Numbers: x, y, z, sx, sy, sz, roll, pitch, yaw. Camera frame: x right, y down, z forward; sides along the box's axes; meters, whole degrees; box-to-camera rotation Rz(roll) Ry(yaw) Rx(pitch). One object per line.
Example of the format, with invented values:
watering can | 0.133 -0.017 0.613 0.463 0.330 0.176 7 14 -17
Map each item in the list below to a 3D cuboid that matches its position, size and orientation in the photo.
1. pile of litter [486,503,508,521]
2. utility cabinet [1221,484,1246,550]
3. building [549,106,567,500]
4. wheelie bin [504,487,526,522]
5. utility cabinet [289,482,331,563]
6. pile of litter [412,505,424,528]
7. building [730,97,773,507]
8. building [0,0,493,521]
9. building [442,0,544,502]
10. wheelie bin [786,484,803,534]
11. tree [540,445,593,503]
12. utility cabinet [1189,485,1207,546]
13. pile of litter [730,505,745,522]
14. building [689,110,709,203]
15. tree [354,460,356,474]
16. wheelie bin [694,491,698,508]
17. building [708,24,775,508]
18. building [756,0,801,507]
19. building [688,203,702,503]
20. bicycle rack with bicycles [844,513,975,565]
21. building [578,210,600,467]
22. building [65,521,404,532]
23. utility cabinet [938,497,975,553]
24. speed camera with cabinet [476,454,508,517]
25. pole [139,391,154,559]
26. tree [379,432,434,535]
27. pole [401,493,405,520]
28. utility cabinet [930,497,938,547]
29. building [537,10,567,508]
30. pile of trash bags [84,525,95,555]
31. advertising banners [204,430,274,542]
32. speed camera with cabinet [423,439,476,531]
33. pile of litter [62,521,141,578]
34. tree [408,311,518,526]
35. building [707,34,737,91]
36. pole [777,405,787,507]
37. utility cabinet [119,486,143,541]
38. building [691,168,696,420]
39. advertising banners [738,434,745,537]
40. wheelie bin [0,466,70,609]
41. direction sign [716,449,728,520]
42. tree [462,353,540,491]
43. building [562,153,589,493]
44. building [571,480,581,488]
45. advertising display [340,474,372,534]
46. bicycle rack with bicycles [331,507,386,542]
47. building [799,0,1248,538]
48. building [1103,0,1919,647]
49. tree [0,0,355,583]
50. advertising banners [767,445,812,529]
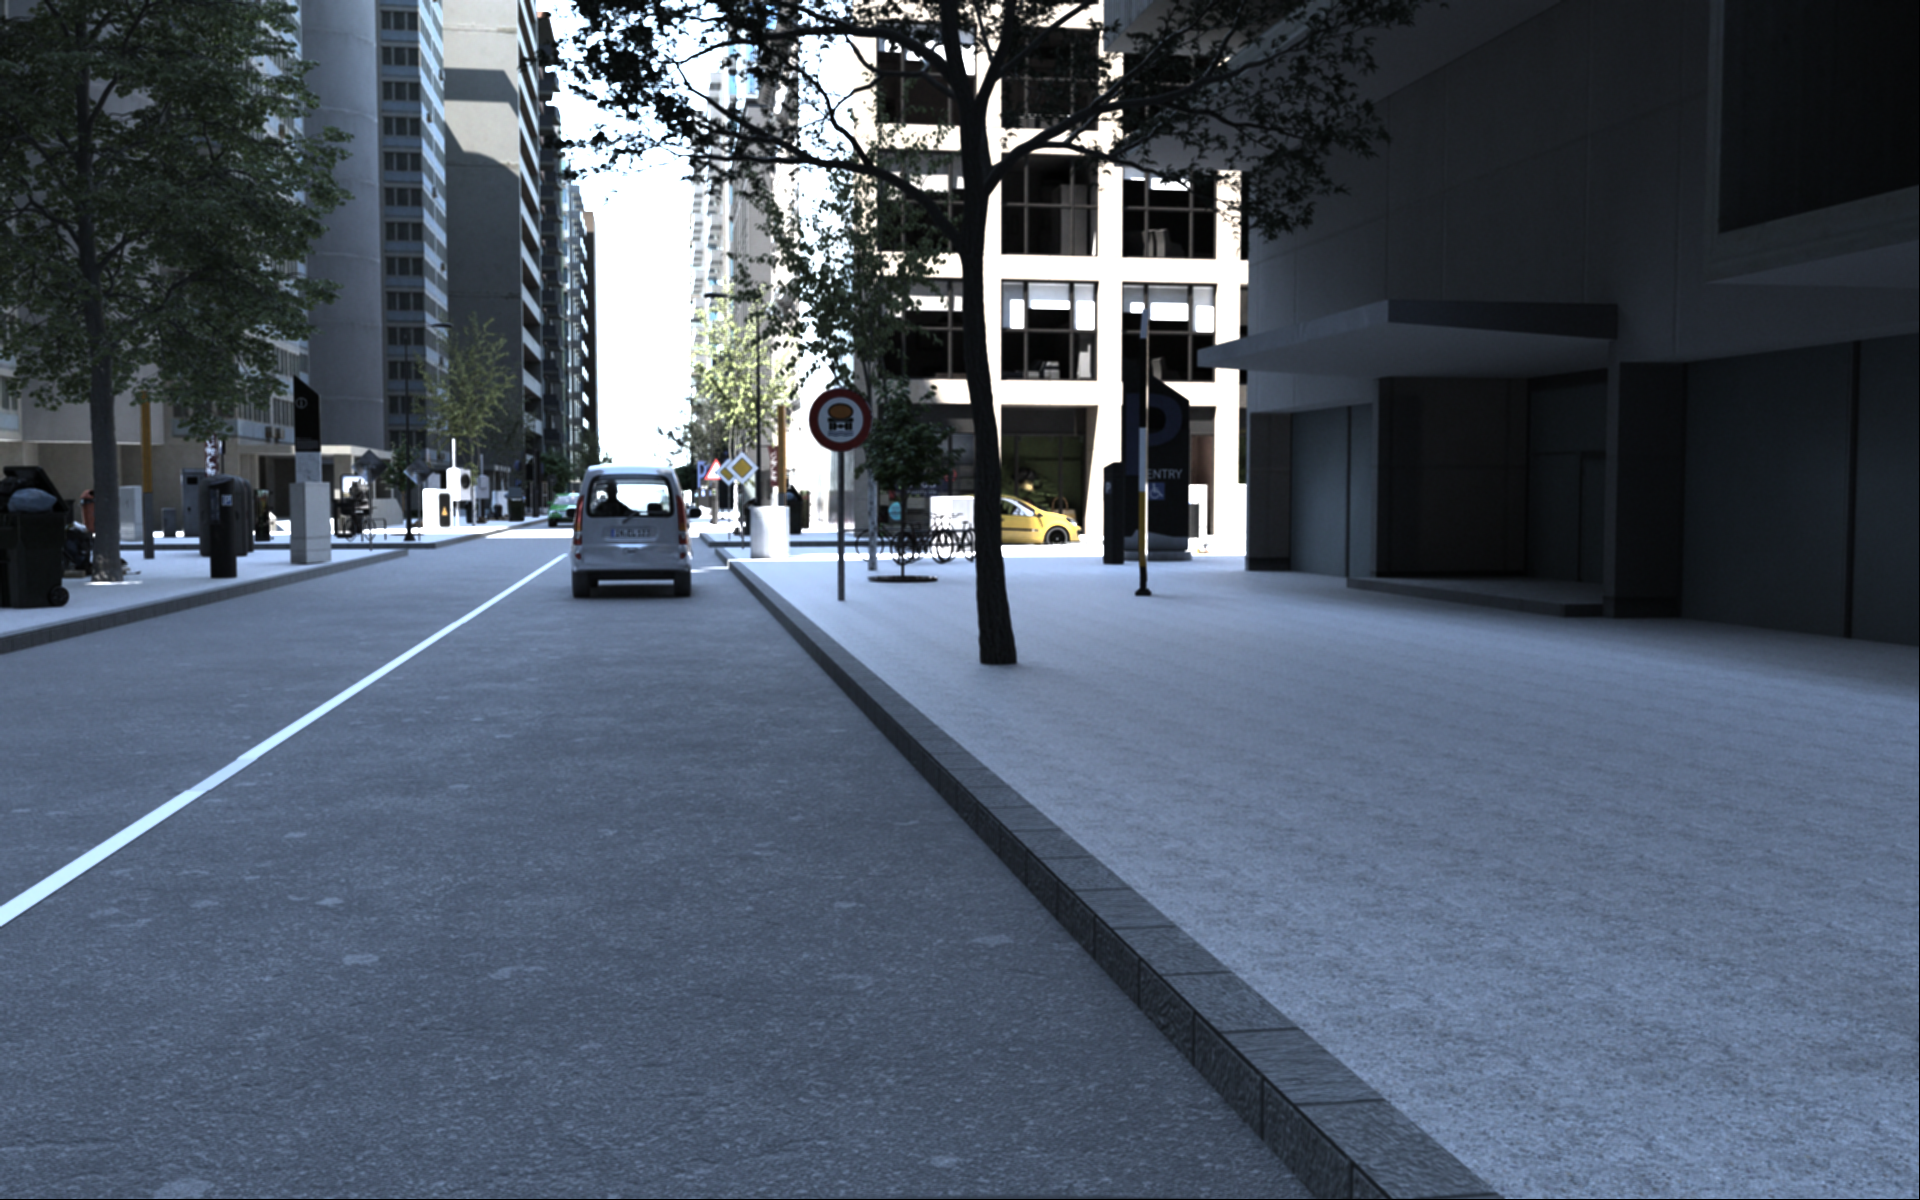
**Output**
pile of litter | -22.262 -4.287 84.050 1.719 0.858 1.176 -2 4 -29
utility cabinet | 6.544 -1.873 39.300 1.173 1.500 0.318 1 4 21
building | -47.800 -30.127 176.164 14.154 41.232 14.086 -1 4 -10
wheelie bin | -21.151 -4.573 82.675 0.980 1.594 0.693 3 4 39
utility cabinet | -12.035 -1.430 32.064 0.318 1.500 1.173 0 4 1
pile of litter | -20.550 -3.202 66.326 1.176 0.858 1.719 0 4 3
building | -7.171 -19.481 112.027 14.314 27.812 24.014 -1 4 -10
building | -44.217 -25.183 103.617 32.217 40.220 23.993 -1 4 -10
building | -42.778 -30.867 128.380 21.300 48.544 21.600 -1 4 -10
wheelie bin | -5.403 -2.913 55.543 0.693 1.594 0.980 -1 4 -11
tree | -27.425 -8.103 116.198 4.285 4.588 4.351 0 3 0
utility cabinet | 5.585 -2.065 42.436 0.318 1.500 1.173 -2 4 -26
pile of litter | -9.890 -4.037 79.975 1.719 0.858 1.176 3 5 44
building | -30.907 -44.339 266.940 21.231 58.520 28.212 -1 4 -10
tree | -30.010 -5.609 86.315 1.663 3.219 1.824 0 3 0
wheelie bin | -15.455 -5.820 103.058 0.693 1.594 0.980 -1 4 -13
building | -10.506 -51.218 150.086 22.319 86.520 31.000 -1 4 -10
building | -2.776 -18.405 88.307 14.401 28.519 23.554 -1 4 -10
building | -31.354 -34.396 245.966 14.154 41.232 14.086 -1 4 -10
bicycle rack with bicycles | -0.805 -1.185 32.763 2.925 0.926 2.852 -3 5 -39
building | -62.382 -37.556 264.146 14.600 45.320 14.200 -1 4 -10
building | -38.390 -22.697 62.976 32.217 40.220 23.993 -1 4 -10
utility cabinet | 0.012 -1.650 38.147 0.306 1.237 1.020 3 4 37
speed camera with cabinet | -23.271 -5.631 86.410 2.038 3.252 0.660 -3 5 -41
pole | -16.091 -2.472 34.265 0.158 3.312 0.155 0 3 0
tree | -17.492 -3.649 54.267 1.663 3.219 1.824 0 3 0
pole | -27.500 -5.605 85.485 0.158 3.312 0.155 0 3 0
utility cabinet | -0.198 -1.883 41.941 1.020 1.237 0.306 -1 4 -20
building | -46.936 -30.544 154.014 22.147 44.769 28.867 -1 4 -10
pile of trash bags | -19.254 -1.575 35.507 3.447 1.369 1.912 -3 5 -40
advertising banners | -19.273 -3.057 46.168 0.090 3.025 2.074 2 4 34
speed camera with cabinet | -18.114 -4.089 61.195 0.660 3.252 2.038 1 4 20
pile of litter | -13.570 -0.803 27.093 1.176 0.858 1.719 2 4 29
tree | -19.579 -7.238 68.710 4.737 8.622 4.395 0 3 0
building | -15.202 -34.389 181.862 23.786 49.044 30.456 -1 4 -10
pole | -4.096 -2.816 39.886 0.158 3.312 0.155 0 3 0
utility cabinet | -22.505 -2.345 47.021 1.173 1.500 0.318 3 5 44
building | -23.371 -36.999 224.548 23.786 49.044 30.456 -1 4 -10
advertising banners | -6.440 -3.358 51.099 0.090 3.025 2.074 -1 4 -11
wheelie bin | -10.568 -0.716 19.617 0.980 1.594 0.693 2 4 26
direction sign | -11.975 -5.826 87.247 0.876 3.537 0.379 3 4 38
tree | -23.696 -8.525 89.744 4.360 8.622 3.978 0 3 0
building | -63.457 -37.982 240.620 23.786 49.044 30.456 -1 4 -10
building | -62.513 -31.886 213.209 32.217 40.220 23.993 -1 4 -10
advertising display | -19.594 -3.120 56.226 0.974 1.923 0.123 -2 4 -31
bicycle rack with bicycles | -17.062 -2.072 47.267 2.852 0.926 2.925 0 4 3
building | 11.995 -15.784 62.592 34.151 26.468 19.350 -1 4 -10
building | 17.796 -26.185 17.365 28.713 52.752 27.495 -1 4 -10
tree | -12.901 -6.545 25.139 7.486 12.596 7.792 0 3 0
advertising banners | -6.207 -4.093 63.103 0.090 3.025 2.074 3 5 44
